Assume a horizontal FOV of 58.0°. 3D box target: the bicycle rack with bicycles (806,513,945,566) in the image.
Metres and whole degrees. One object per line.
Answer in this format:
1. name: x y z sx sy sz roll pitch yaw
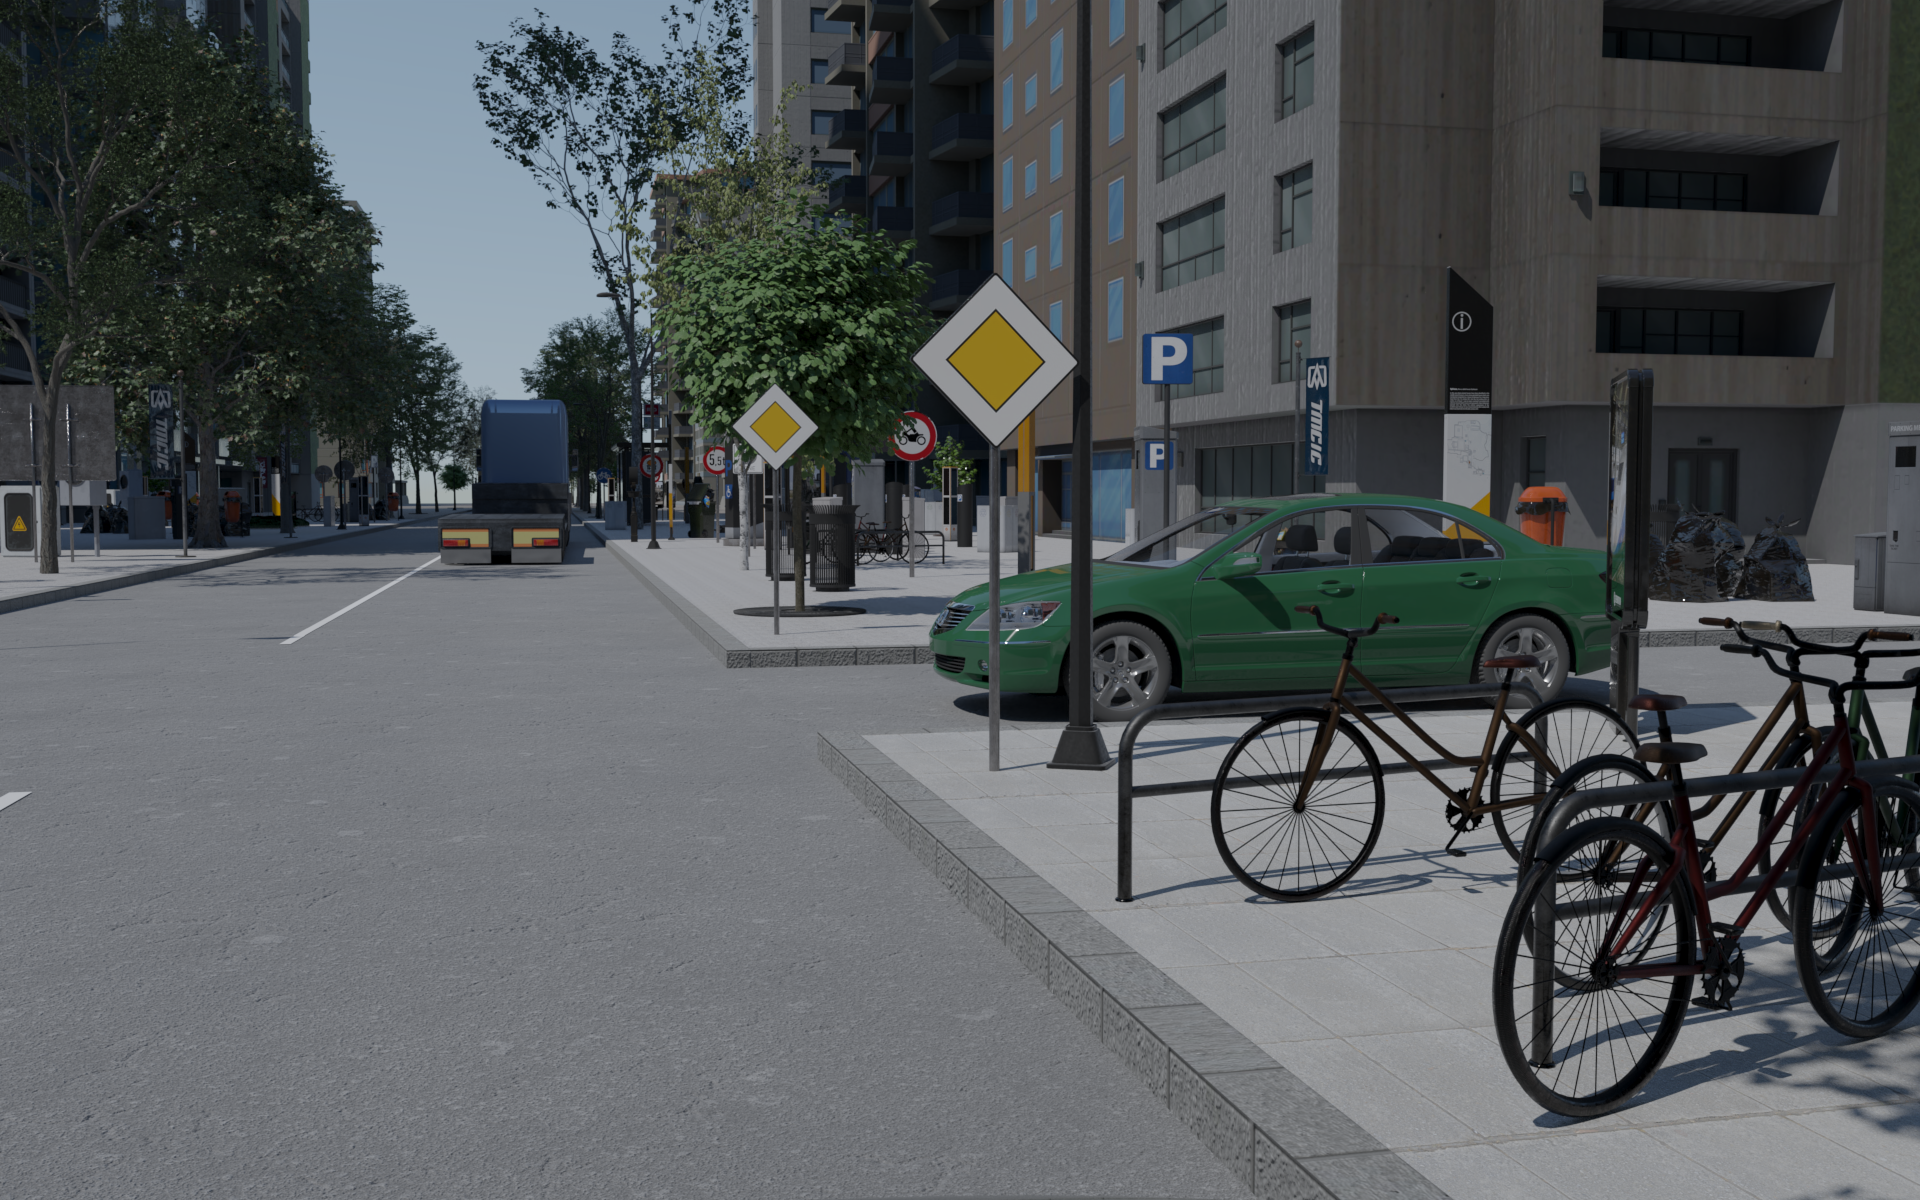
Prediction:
1. bicycle rack with bicycles: -1.710 -1.140 32.014 2.925 0.926 2.852 -2 4 -29

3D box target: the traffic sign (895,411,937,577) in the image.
1. traffic sign: -0.739 -1.621 26.604 0.768 2.556 0.104 -1 4 -10

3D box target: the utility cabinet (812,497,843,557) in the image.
1. utility cabinet: -2.746 -1.508 35.812 0.306 1.237 1.020 -2 4 -25

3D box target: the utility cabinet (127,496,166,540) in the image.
1. utility cabinet: -23.090 -2.325 49.168 0.306 1.237 1.020 2 4 27

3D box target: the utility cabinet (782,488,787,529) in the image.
1. utility cabinet: -5.878 -3.274 62.209 1.173 1.500 0.318 0 4 -7

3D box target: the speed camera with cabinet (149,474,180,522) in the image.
1. speed camera with cabinet: -36.290 -5.215 79.604 2.038 3.252 0.660 1 4 18

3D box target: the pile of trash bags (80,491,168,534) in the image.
1. pile of trash bags: -27.055 -2.871 56.696 3.447 1.369 1.912 1 4 21

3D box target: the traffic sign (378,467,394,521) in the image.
1. traffic sign: -27.306 -5.035 82.427 0.768 2.556 0.104 -1 4 -12

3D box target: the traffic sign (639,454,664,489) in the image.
1. traffic sign: -9.750 -3.345 54.804 0.768 2.556 0.104 -1 4 -11

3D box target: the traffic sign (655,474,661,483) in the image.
1. traffic sign: -14.586 -5.023 82.240 0.768 2.556 0.104 0 4 -6

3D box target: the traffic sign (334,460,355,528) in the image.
1. traffic sign: -23.074 -3.966 64.942 0.768 2.556 0.104 0 4 -7

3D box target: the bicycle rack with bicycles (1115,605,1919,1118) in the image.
1. bicycle rack with bicycles: 1.901 0.513 4.996 2.925 0.926 2.852 -2 4 -25

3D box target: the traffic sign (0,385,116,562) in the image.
1. traffic sign: -17.016 -2.359 32.446 2.265 3.308 0.079 0 4 -8

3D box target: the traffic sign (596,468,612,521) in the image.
1. traffic sign: -17.173 -5.106 83.588 0.768 2.556 0.104 -1 4 -12

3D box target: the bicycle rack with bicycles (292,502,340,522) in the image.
1. bicycle rack with bicycles: -29.470 -4.113 80.631 2.925 0.926 2.852 -1 4 -15

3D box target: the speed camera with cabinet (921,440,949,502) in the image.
1. speed camera with cabinet: -0.993 -3.999 59.727 2.038 3.252 0.660 3 5 42

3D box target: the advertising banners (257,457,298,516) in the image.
1. advertising banners: -32.470 -5.274 82.413 0.090 3.025 2.074 3 4 37

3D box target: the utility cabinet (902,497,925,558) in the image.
1. utility cabinet: -0.928 -1.456 34.966 0.306 1.237 1.020 -1 4 -12

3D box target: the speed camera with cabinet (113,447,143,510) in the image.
1. speed camera with cabinet: -31.458 -4.321 64.991 2.038 3.252 0.660 3 4 37

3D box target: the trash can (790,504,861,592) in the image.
1. trash can: -1.684 -0.686 22.864 0.748 1.137 0.748 0 3 0

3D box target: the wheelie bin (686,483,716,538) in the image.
1. wheelie bin: -7.547 -2.610 50.578 0.980 1.594 0.693 3 4 38

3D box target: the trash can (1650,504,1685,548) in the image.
1. trash can: 10.096 -0.823 25.113 0.748 1.137 0.748 0 3 0

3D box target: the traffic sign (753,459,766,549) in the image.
1. traffic sign: -4.796 -2.470 40.380 0.884 2.594 0.081 -1 4 -10

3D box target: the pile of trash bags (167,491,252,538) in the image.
1. pile of trash bags: -22.264 -2.588 52.072 1.912 1.369 3.447 -3 4 -39

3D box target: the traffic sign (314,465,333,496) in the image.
1. traffic sign: -27.975 -4.653 76.178 0.768 2.556 0.104 -1 4 -13

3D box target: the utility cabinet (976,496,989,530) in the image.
1. utility cabinet: 1.082 -3.121 62.187 1.020 1.237 0.306 2 4 33

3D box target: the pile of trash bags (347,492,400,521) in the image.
1. pile of trash bags: -28.399 -4.551 84.161 3.447 1.369 1.912 2 4 35

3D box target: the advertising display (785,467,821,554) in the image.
1. advertising display: -3.333 -1.935 36.846 0.123 1.923 0.974 3 5 40

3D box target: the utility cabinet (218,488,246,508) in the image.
1. utility cabinet: -25.574 -3.176 60.603 0.318 1.500 1.173 2 4 33

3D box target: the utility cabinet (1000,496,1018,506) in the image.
1. utility cabinet: 1.332 -2.234 47.681 0.306 1.237 1.020 2 4 26

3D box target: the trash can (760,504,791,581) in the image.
1. trash can: -2.583 -0.858 25.686 0.748 1.137 0.748 0 3 0

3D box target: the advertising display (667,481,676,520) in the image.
1. advertising display: -14.359 -4.943 86.032 0.123 1.923 0.974 1 4 12

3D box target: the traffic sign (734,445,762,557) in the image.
1. traffic sign: -4.320 -2.032 35.358 0.606 2.300 0.079 0 4 -7

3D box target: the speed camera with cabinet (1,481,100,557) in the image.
1. speed camera with cabinet: -18.432 -2.497 35.157 2.038 3.252 0.660 1 4 9

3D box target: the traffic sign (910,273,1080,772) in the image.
1. traffic sign: 0.156 -0.264 7.963 0.795 2.450 0.064 -1 4 -13

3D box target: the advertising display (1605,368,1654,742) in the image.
1. advertising display: 3.588 -0.251 9.319 0.123 1.923 0.974 1 4 15

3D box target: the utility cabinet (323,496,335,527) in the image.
1. utility cabinet: -24.963 -3.508 68.514 0.306 1.237 1.020 -1 4 -11

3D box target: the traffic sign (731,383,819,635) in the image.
1. traffic sign: -1.675 -0.740 15.736 0.795 2.450 0.064 -1 4 -13

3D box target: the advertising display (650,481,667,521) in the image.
1. advertising display: -14.702 -4.767 83.150 0.974 1.923 0.123 0 4 5

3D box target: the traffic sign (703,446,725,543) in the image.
1. traffic sign: -6.370 -2.776 45.501 0.768 2.556 0.104 -1 4 -9

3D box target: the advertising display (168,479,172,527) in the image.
1. advertising display: -29.977 -3.765 66.768 0.123 1.923 0.974 3 5 42

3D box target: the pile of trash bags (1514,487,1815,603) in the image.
1. pile of trash bags: 8.470 -0.700 21.202 3.447 1.369 1.912 0 4 -7
